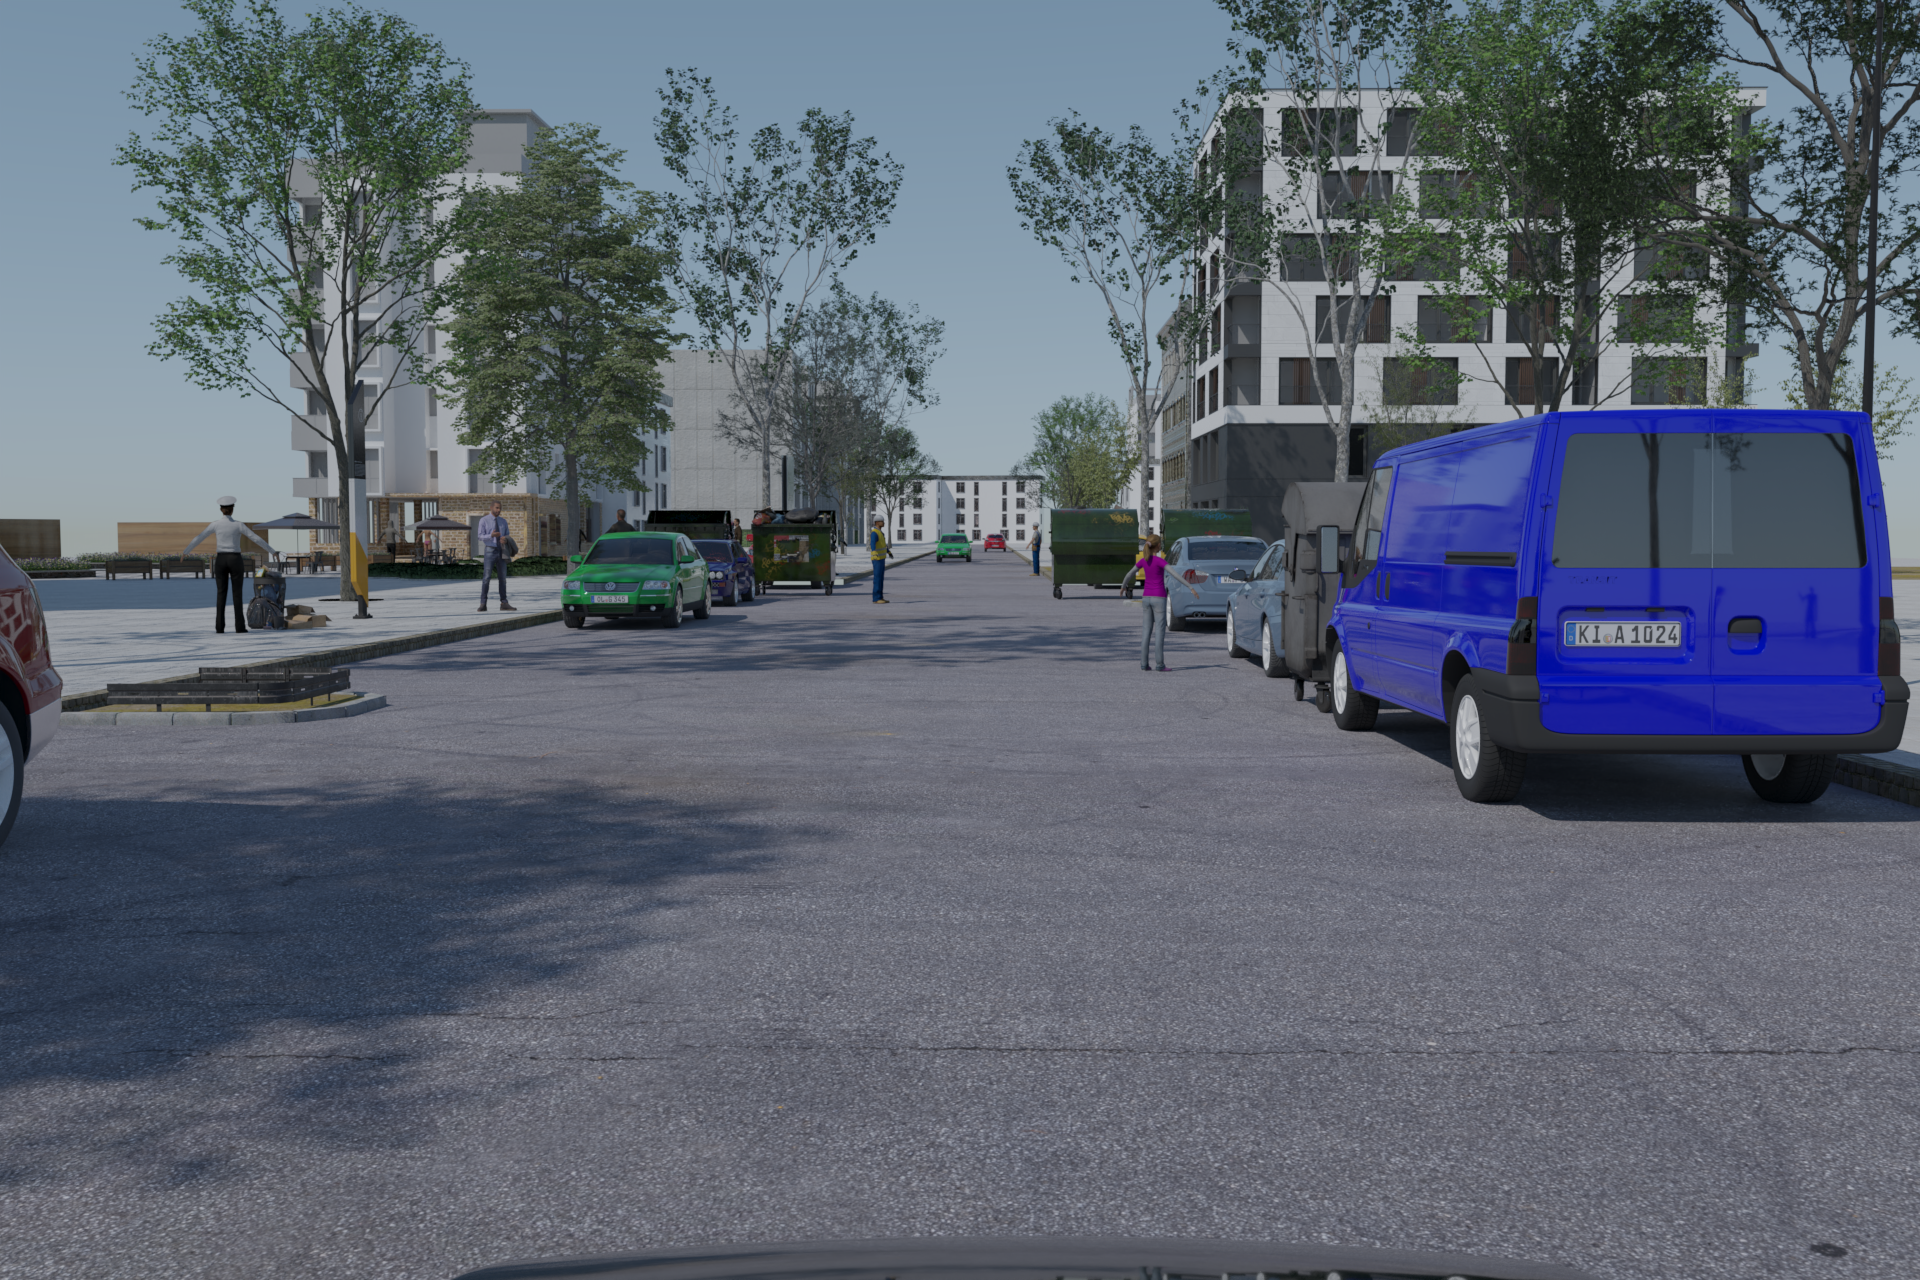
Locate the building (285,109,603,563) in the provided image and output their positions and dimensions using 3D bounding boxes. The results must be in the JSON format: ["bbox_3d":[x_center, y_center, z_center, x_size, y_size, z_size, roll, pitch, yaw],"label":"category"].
[{"bbox_3d":[-24.060,-13.590,78.622,16.016,20.090,11.380,0,4,1],"label":"building"}]

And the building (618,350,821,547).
[{"bbox_3d":[-24.308,-19.290,181.844,16.747,18.905,31.486,0,4,0],"label":"building"}]

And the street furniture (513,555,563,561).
[{"bbox_3d":[-12.461,-3.205,68.030,10.072,0.657,5.734,-1,4,-14],"label":"street furniture"}]

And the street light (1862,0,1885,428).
[{"bbox_3d":[7.803,-2.524,13.805,1.470,5.913,1.316,0,4,0],"label":"street light"}]

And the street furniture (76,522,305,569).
[{"bbox_3d":[-30.397,-3.631,66.227,9.812,1.723,11.010,1,4,11],"label":"street furniture"}]

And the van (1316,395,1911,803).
[{"bbox_3d":[3.666,-0.398,10.886,2.240,2.365,5.245,0,4,0],"label":"van"}]

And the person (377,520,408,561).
[{"bbox_3d":[-21.638,-3.658,65.936,1.348,1.813,0.705,1,4,17],"label":"person"}]

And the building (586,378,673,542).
[{"bbox_3d":[-22.153,-10.046,106.398,9.099,9.664,28.070,0,4,0],"label":"building"}]

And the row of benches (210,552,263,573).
[{"bbox_3d":[-24.381,-2.632,58.492,1.422,0.672,4.104,0,4,-7],"label":"row of benches"}]

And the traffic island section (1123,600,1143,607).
[{"bbox_3d":[4.292,-0.726,34.730,1.991,0.108,1.994,0,4,1],"label":"traffic island section"}]

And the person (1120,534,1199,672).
[{"bbox_3d":[2.064,-0.390,18.103,0.991,1.433,0.599,3,5,41],"label":"person"}]

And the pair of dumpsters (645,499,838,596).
[{"bbox_3d":[-5.086,-2.171,40.445,4.436,2.255,1.574,0,4,1],"label":"pair of dumpsters"}]

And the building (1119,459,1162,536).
[{"bbox_3d":[23.346,-15.338,192.916,9.099,9.664,28.070,0,4,1],"label":"building"}]

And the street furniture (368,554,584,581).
[{"bbox_3d":[-14.390,-2.272,52.767,5.734,0.657,10.072,1,4,18],"label":"street furniture"}]

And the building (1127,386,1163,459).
[{"bbox_3d":[26.374,-22.270,220.536,16.016,20.090,11.380,0,4,1],"label":"building"}]

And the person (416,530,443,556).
[{"bbox_3d":[-21.991,-3.971,71.732,1.217,1.733,0.721,1,4,16],"label":"person"}]

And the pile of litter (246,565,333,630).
[{"bbox_3d":[-9.286,-0.612,23.978,1.176,0.858,1.719,0,4,1],"label":"pile of litter"}]

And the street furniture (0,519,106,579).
[{"bbox_3d":[-29.703,-2.561,48.734,11.010,1.723,9.812,1,4,23],"label":"street furniture"}]

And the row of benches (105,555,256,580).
[{"bbox_3d":[-22.204,-2.091,49.645,4.104,0.672,1.422,-3,5,-42],"label":"row of benches"}]

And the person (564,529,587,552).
[{"bbox_3d":[-17.841,-4.552,80.652,0.704,1.802,1.346,3,4,36],"label":"person"}]

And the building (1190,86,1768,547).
[{"bbox_3d":[26.518,-15.408,95.898,27.936,21.610,32.646,0,4,1],"label":"building"}]

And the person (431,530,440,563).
[{"bbox_3d":[-22.357,-4.130,73.709,0.705,1.806,1.347,-2,4,-24],"label":"person"}]

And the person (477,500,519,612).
[{"bbox_3d":[-7.644,-1.393,28.684,0.709,1.838,0.599,-3,5,-43],"label":"person"}]

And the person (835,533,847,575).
[{"bbox_3d":[-3.976,-2.933,53.739,0.705,1.856,1.354,-3,5,-40],"label":"person"}]

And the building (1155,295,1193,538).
[{"bbox_3d":[24.393,-17.847,122.733,19.493,23.208,18.063,0,4,1],"label":"building"}]

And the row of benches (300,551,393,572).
[{"bbox_3d":[-21.422,-2.773,60.809,1.422,0.672,4.104,1,4,23],"label":"row of benches"}]

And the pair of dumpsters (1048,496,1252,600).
[{"bbox_3d":[4.177,-2.042,38.335,4.436,2.255,1.574,0,4,1],"label":"pair of dumpsters"}]

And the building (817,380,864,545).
[{"bbox_3d":[-21.665,-21.340,215.366,16.747,18.905,31.486,0,4,2],"label":"building"}]

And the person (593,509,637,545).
[{"bbox_3d":[-7.153,-1.856,36.523,1.348,1.807,0.705,-3,5,-41],"label":"person"}]

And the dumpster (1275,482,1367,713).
[{"bbox_3d":[3.619,-0.374,14.330,1.865,1.857,1.264,0,4,0],"label":"dumpster"}]

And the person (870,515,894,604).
[{"bbox_3d":[-1.646,-1.673,35.773,0.705,1.833,1.349,1,4,13],"label":"person"}]

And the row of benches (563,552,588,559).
[{"bbox_3d":[-13.080,-2.832,61.761,1.422,0.672,4.104,1,4,12],"label":"row of benches"}]

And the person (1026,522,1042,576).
[{"bbox_3d":[2.572,-3.115,59.239,0.705,1.847,1.347,1,4,21],"label":"person"}]

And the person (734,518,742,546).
[{"bbox_3d":[-7.500,-3.177,58.085,0.704,1.812,1.346,-1,4,-17],"label":"person"}]

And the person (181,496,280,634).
[{"bbox_3d":[-9.464,-0.979,22.461,1.216,1.778,0.721,-1,4,-11],"label":"person"}]
